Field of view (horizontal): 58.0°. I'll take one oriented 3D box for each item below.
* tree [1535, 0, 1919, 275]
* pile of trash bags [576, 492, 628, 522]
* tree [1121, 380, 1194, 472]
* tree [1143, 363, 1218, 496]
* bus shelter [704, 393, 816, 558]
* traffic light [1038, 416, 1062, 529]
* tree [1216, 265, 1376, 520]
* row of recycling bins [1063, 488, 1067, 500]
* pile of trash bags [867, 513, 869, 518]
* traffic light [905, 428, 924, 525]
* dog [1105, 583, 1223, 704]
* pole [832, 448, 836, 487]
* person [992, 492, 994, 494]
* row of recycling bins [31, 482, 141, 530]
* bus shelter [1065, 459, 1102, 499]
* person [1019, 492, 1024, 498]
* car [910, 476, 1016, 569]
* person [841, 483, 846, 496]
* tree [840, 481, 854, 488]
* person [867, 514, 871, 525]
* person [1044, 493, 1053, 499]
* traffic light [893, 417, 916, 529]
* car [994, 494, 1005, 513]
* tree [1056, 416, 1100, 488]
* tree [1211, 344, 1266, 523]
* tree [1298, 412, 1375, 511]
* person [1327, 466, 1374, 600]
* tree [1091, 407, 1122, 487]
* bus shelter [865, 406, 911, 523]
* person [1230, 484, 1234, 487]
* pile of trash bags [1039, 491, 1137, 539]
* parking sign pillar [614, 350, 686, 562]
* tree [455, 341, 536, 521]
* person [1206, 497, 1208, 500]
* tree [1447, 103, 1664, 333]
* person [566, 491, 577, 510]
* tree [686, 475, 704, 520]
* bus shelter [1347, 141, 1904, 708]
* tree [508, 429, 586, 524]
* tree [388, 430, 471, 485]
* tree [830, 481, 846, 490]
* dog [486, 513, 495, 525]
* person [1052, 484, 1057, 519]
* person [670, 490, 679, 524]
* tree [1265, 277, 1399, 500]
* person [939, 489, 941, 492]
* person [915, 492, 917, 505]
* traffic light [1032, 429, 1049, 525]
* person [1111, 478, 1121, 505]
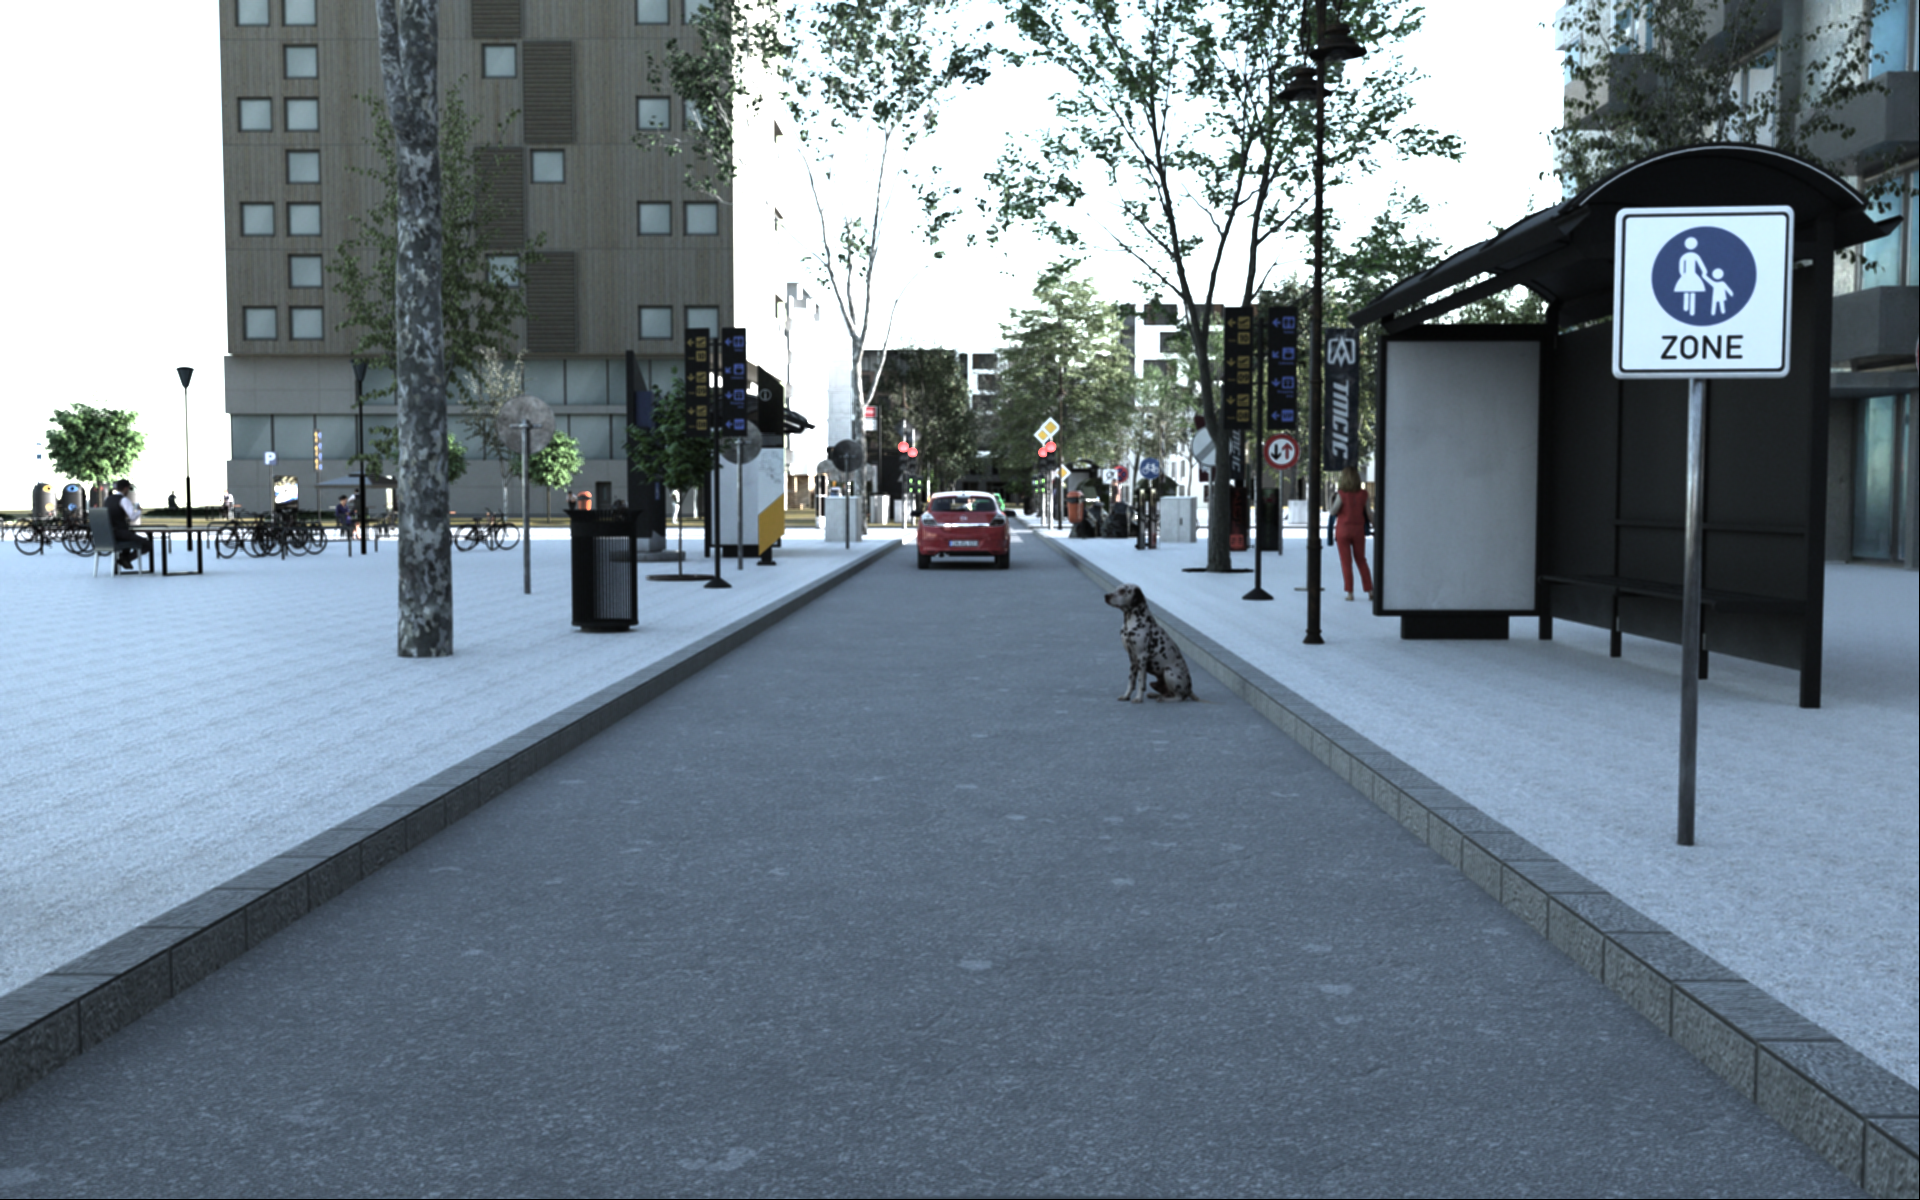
[{"bbox_3d":[8.530,-4.266,20.117,4.360,8.622,3.978,0,3,0],"label":"tree"},{"bbox_3d":[-14.203,-3.797,71.840,3.447,1.369,1.912,0,4,3],"label":"pile of trash bags"},{"bbox_3d":[12.588,-9.686,108.726,4.360,8.622,3.978,0,3,0],"label":"tree"},{"bbox_3d":[15.893,-11.221,117.880,7.601,10.594,8.767,1,4,14],"label":"tree"},{"bbox_3d":[-4.375,-2.662,37.453,2.014,3.302,5.546,0,4,1],"label":"bus shelter"},{"bbox_3d":[3.262,-4.521,62.832,0.839,4.253,0.868,0,4,1],"label":"traffic light"},{"bbox_3d":[16.912,-10.388,86.845,9.611,12.733,9.660,0,3,0],"label":"tree"},{"bbox_3d":[7.598,-7.194,124.734,1.069,1.692,3.534,-1,4,-9],"label":"row of recycling bins"},{"bbox_3d":[-4.564,-5.146,93.890,1.912,1.369,3.447,0,4,8],"label":"pile of trash bags"},{"bbox_3d":[-1.908,-5.012,70.873,0.839,4.253,0.868,0,4,1],"label":"traffic light"},{"bbox_3d":[1.447,0.300,11.929,0.800,0.831,0.513,1,4,22],"label":"dog"},{"bbox_3d":[-5.629,-5.107,77.338,0.158,3.312,0.155,0,3,0],"label":"pole"},{"bbox_3d":[4.216,-13.078,222.778,0.683,1.767,0.568,0,4,-6],"label":"person"},{"bbox_3d":[-31.233,-3.354,61.944,3.534,1.692,1.069,-1,4,-19],"label":"row of recycling bins"},{"bbox_3d":[7.230,-6.655,102.735,2.014,3.302,5.546,0,4,1],"label":"bus shelter"},{"bbox_3d":[6.943,-10.865,183.652,1.348,1.831,0.705,0,4,-5],"label":"person"},{"bbox_3d":[0.063,-1.565,34.629,2.155,1.783,4.494,0,4,0],"label":"car"},{"bbox_3d":[-5.066,-4.298,76.873,0.434,1.755,0.990,0,4,-1],"label":"person"},{"bbox_3d":[-6.741,-7.165,111.750,1.663,3.219,1.824,0,3,0],"label":"tree"},{"bbox_3d":[-4.037,-3.536,72.135,0.655,0.850,0.859,-2,4,-25],"label":"person"},{"bbox_3d":[8.463,-10.062,170.574,1.348,1.823,0.705,1,4,20],"label":"person"},{"bbox_3d":[-2.018,-4.524,62.888,0.839,4.253,0.868,0,4,1],"label":"traffic light"},{"bbox_3d":[1.893,-6.204,110.234,1.959,1.807,4.718,0,4,1],"label":"car"},{"bbox_3d":[9.659,-11.766,142.729,4.737,8.622,4.395,0,3,0],"label":"tree"},{"bbox_3d":[13.273,-7.781,77.579,4.737,8.622,4.395,0,3,0],"label":"tree"},{"bbox_3d":[28.871,-13.275,135.179,7.486,12.596,7.792,0,3,0],"label":"tree"},{"bbox_3d":[4.741,-0.805,20.912,0.593,1.614,0.444,1,4,19],"label":"person"},{"bbox_3d":[11.566,-10.938,129.192,4.360,8.622,3.978,0,3,0],"label":"tree"},{"bbox_3d":[-3.368,-6.339,81.274,2.179,5.291,8.768,0,4,1],"label":"bus shelter"},{"bbox_3d":[7.443,-2.428,47.955,0.499,1.552,0.429,-2,4,-34],"label":"person"},{"bbox_3d":[4.008,-2.499,50.608,1.912,1.369,3.447,2,4,29],"label":"pile of trash bags"},{"bbox_3d":[-6.006,-2.735,33.188,1.447,3.967,1.447,0,4,4],"label":"parking sign pillar"},{"bbox_3d":[-21.736,-8.071,82.319,4.360,8.622,3.978,0,3,0],"label":"tree"},{"bbox_3d":[10.089,-3.614,68.315,0.376,1.734,0.841,-2,4,-31],"label":"person"},{"bbox_3d":[11.563,-5.028,32.569,4.737,8.622,4.395,0,3,0],"label":"tree"},{"bbox_3d":[-18.265,-4.408,81.297,0.628,1.438,0.799,-2,4,-31],"label":"person"},{"bbox_3d":[-13.085,-6.310,86.880,4.285,4.588,4.351,0,3,0],"label":"tree"},{"bbox_3d":[4.420,-1.151,12.744,2.014,3.302,5.546,0,4,1],"label":"bus shelter"},{"bbox_3d":[-17.952,-5.633,75.818,4.285,4.588,4.351,0,3,0],"label":"tree"},{"bbox_3d":[-23.186,-5.632,75.798,4.285,4.588,4.351,0,3,0],"label":"tree"},{"bbox_3d":[-9.697,-9.775,143.532,4.285,4.588,4.351,0,3,0],"label":"tree"},{"bbox_3d":[-19.491,-3.371,71.943,0.406,0.507,0.540,-1,4,-21],"label":"dog"},{"bbox_3d":[4.935,-5.110,89.452,0.709,1.838,0.599,3,5,40],"label":"person"},{"bbox_3d":[-12.287,-4.158,74.744,0.376,1.734,0.841,0,4,5],"label":"person"},{"bbox_3d":[12.390,-6.411,55.187,4.737,8.622,4.395,0,3,0],"label":"tree"},{"bbox_3d":[-2.181,-11.159,188.436,1.348,1.831,0.705,-3,4,-36],"label":"person"},{"bbox_3d":[-5.040,-11.500,194.590,0.721,1.766,1.217,-3,5,-42],"label":"person"},{"bbox_3d":[3.373,-5.009,70.816,0.839,4.253,0.868,0,4,1],"label":"traffic light"},{"bbox_3d":[5.174,-3.168,57.963,0.434,1.807,0.598,1,4,15],"label":"person"}]
